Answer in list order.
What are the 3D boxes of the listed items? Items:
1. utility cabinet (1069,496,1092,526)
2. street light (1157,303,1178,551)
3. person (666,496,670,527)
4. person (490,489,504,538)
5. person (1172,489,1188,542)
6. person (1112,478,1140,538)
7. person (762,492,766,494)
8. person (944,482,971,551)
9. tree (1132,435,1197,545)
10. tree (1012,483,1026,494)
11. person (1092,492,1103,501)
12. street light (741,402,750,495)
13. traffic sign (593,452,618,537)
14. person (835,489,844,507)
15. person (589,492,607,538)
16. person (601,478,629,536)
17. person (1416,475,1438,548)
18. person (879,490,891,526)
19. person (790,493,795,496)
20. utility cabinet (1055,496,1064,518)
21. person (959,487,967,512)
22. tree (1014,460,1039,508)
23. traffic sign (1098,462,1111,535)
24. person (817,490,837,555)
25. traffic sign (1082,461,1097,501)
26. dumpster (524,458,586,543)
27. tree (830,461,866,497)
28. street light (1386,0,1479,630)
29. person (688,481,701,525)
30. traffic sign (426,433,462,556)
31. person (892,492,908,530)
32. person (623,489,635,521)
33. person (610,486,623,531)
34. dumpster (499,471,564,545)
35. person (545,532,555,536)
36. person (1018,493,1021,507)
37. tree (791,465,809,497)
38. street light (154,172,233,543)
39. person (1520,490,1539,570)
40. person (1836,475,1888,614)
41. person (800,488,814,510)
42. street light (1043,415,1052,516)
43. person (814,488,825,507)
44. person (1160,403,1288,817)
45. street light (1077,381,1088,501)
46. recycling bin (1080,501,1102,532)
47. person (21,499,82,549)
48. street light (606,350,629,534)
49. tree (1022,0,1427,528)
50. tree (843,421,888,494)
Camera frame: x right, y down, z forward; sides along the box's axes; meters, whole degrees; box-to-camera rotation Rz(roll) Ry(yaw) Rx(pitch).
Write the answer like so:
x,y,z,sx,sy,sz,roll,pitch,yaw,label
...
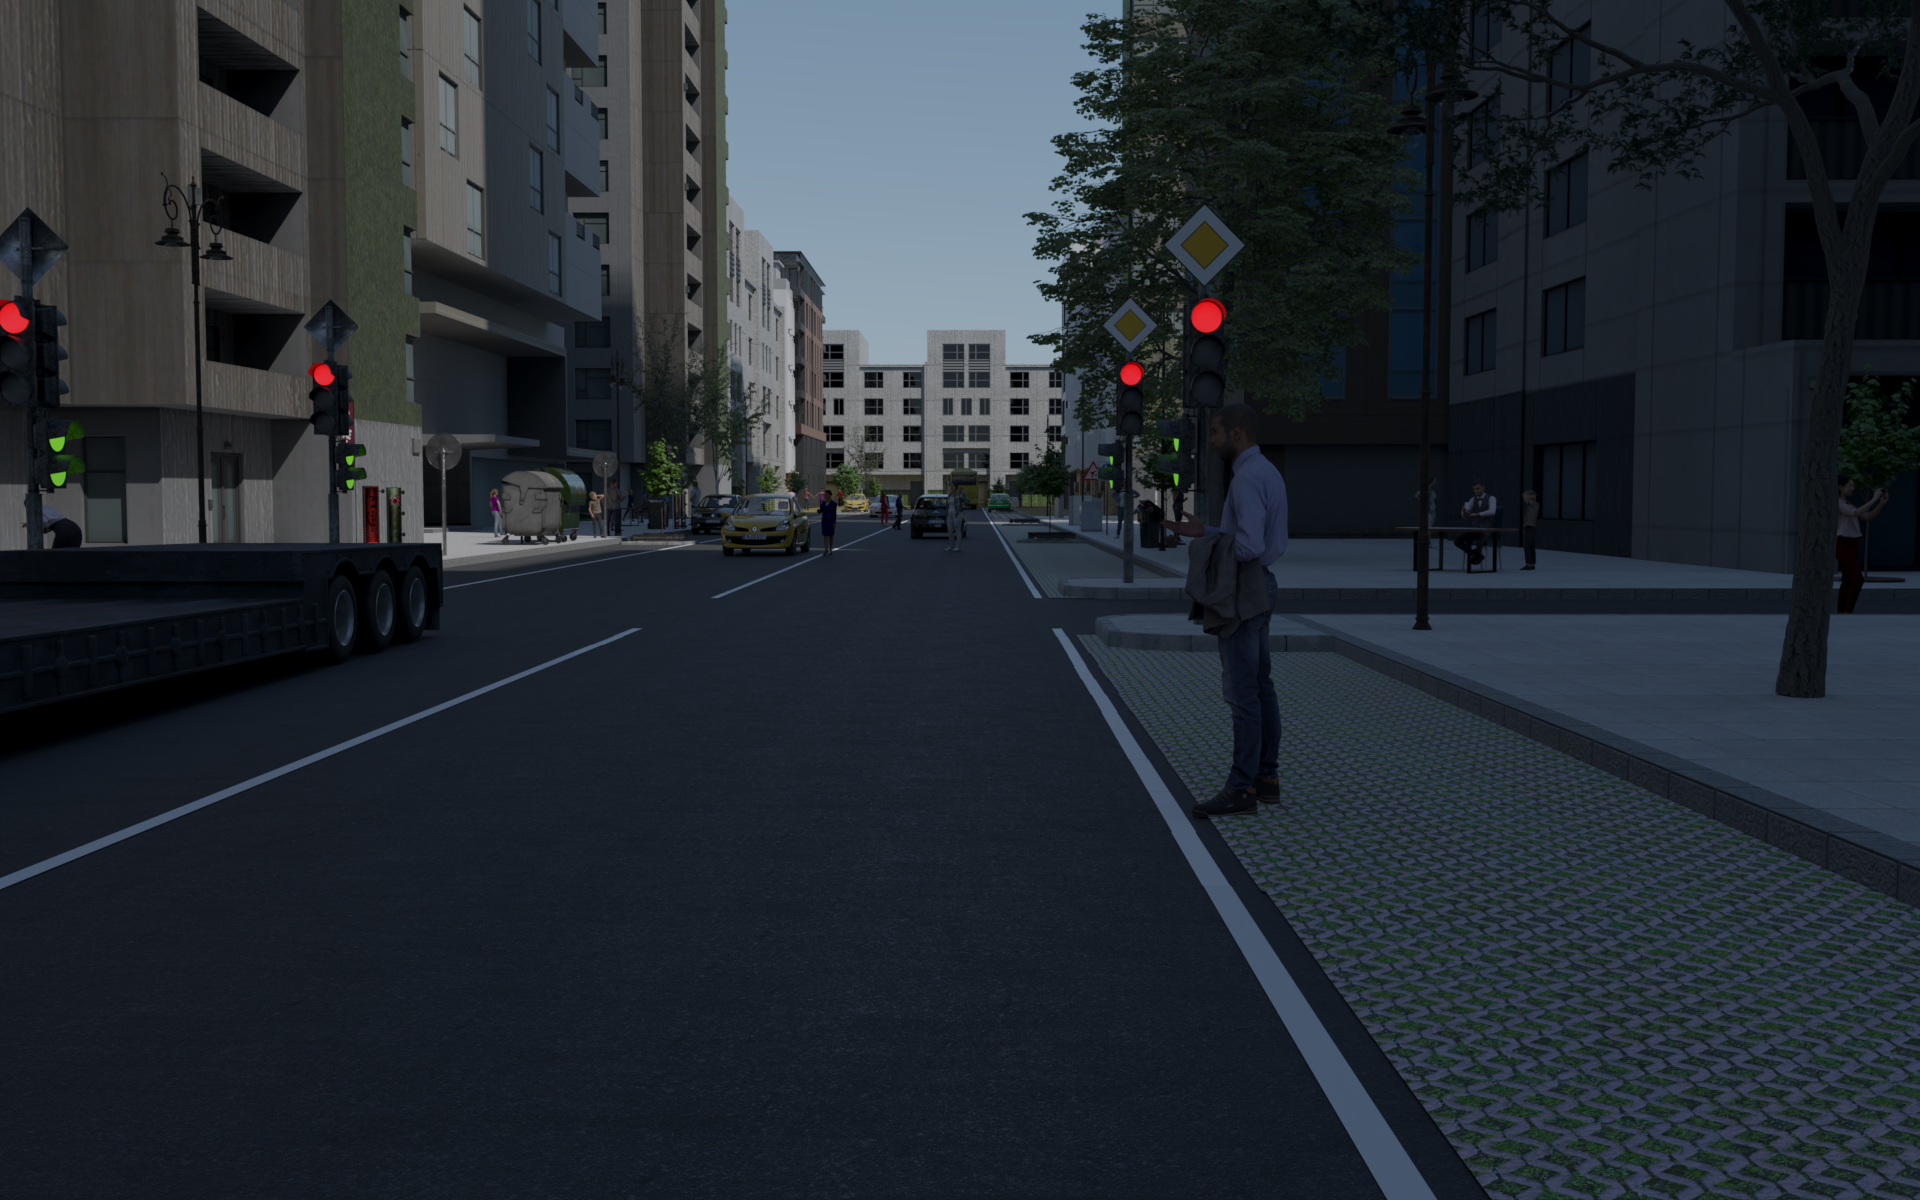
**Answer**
x,y,z,sx,sy,sz,roll,pitch,yaw,label
4.911,-3.638,70.635,1.020,1.237,0.306,-2,4,-35,utility cabinet
4.564,-4.044,38.901,0.468,5.910,1.993,0,4,0,street light
-11.369,-3.573,66.733,0.388,1.546,0.482,-3,5,-44,person
-13.597,-2.562,51.171,0.726,1.434,0.776,3,5,39,person
5.910,-2.387,46.545,0.415,1.643,0.593,0,4,0,person
4.770,-2.656,50.184,0.841,1.734,0.376,1,4,21,person
-11.725,-5.871,102.758,0.721,1.743,1.217,-1,4,-10,person
-0.120,-2.103,43.606,0.376,1.734,0.841,-3,5,-39,person
5.225,-3.014,43.877,1.663,3.219,1.824,0,3,0,tree
5.997,-10.786,170.958,1.663,3.219,1.824,0,3,0,tree
4.900,-3.194,62.166,0.435,1.345,0.340,0,4,7,person
-10.545,-6.894,85.501,0.468,5.910,1.993,0,4,0,street light
-10.679,-3.184,52.167,0.768,2.556,0.104,0,4,2,traffic sign
-11.899,-10.114,171.344,0.705,1.831,1.348,-3,5,-42,person
-10.585,-2.485,50.583,0.435,1.345,0.340,-2,4,-34,person
-10.576,-2.852,53.196,0.617,1.759,0.750,1,4,18,person
10.993,-2.075,40.686,0.376,1.734,0.841,3,5,40,person
-3.360,-4.122,77.596,0.444,1.614,0.593,-1,4,-15,person
-12.631,-7.506,129.703,0.436,1.711,0.756,2,4,33,person
5.356,-5.029,93.382,0.306,1.237,1.020,-1,4,-10,utility cabinet
0.019,-4.067,75.815,0.431,1.722,0.655,-2,4,-33,person
6.813,-10.991,163.409,4.285,4.588,4.351,0,3,0,tree
4.571,-3.162,53.823,0.606,2.300,0.079,0,4,2,traffic sign
-3.117,-1.819,40.616,0.453,1.535,0.546,0,4,0,person
5.218,-4.148,67.828,0.884,2.594,0.081,1,4,10,traffic sign
-10.985,-2.691,46.499,1.502,2.255,1.985,0,4,0,dumpster
-10.796,-11.218,167.121,4.285,4.588,4.351,0,3,0,tree
4.374,-2.656,16.217,0.468,5.910,1.993,0,4,0,street light
-10.801,-3.934,70.516,0.789,1.805,0.875,2,4,30,person
-10.729,-2.195,35.995,0.768,2.556,0.104,0,4,5,traffic sign
-2.383,-3.568,69.525,0.600,1.496,0.574,1,4,15,person
-15.500,-4.434,81.078,0.613,1.512,0.480,-1,4,-11,person
-12.018,-3.207,60.535,0.516,1.574,0.319,3,4,38,person
-10.896,-2.341,44.034,1.264,1.857,1.865,0,4,0,dumpster
-12.603,-2.838,52.897,0.568,1.767,0.683,-3,4,-36,person
6.080,-10.387,176.782,0.530,1.710,0.541,3,4,36,person
-11.173,-7.446,116.338,1.663,3.219,1.824,0,3,0,tree
-11.134,-3.213,25.323,0.468,5.910,1.993,0,4,0,street light
9.609,-1.182,29.286,0.340,1.345,0.435,0,4,5,person
9.986,-0.572,19.305,0.517,1.644,0.566,0,4,-8,person
-12.127,-7.968,137.040,1.217,1.743,0.721,1,4,13,person
5.024,-7.736,99.269,0.468,5.910,1.993,0,4,0,street light
-10.753,-7.819,134.573,1.217,1.739,0.721,0,4,1,person
1.172,0.030,7.871,0.599,1.838,0.709,1,4,20,person
4.891,-5.877,68.874,0.468,5.910,1.993,0,4,0,street light
4.498,-2.872,59.517,0.722,1.027,0.722,0,4,-1,recycling bin
-12.165,-0.702,23.167,0.799,1.438,0.628,-1,4,-18,person
-10.957,-5.061,55.528,0.468,5.910,1.993,0,4,0,street light
5.178,-6.969,32.064,7.486,12.596,7.792,0,3,0,tree
-9.768,-13.806,176.094,4.360,8.622,3.978,0,3,0,tree
